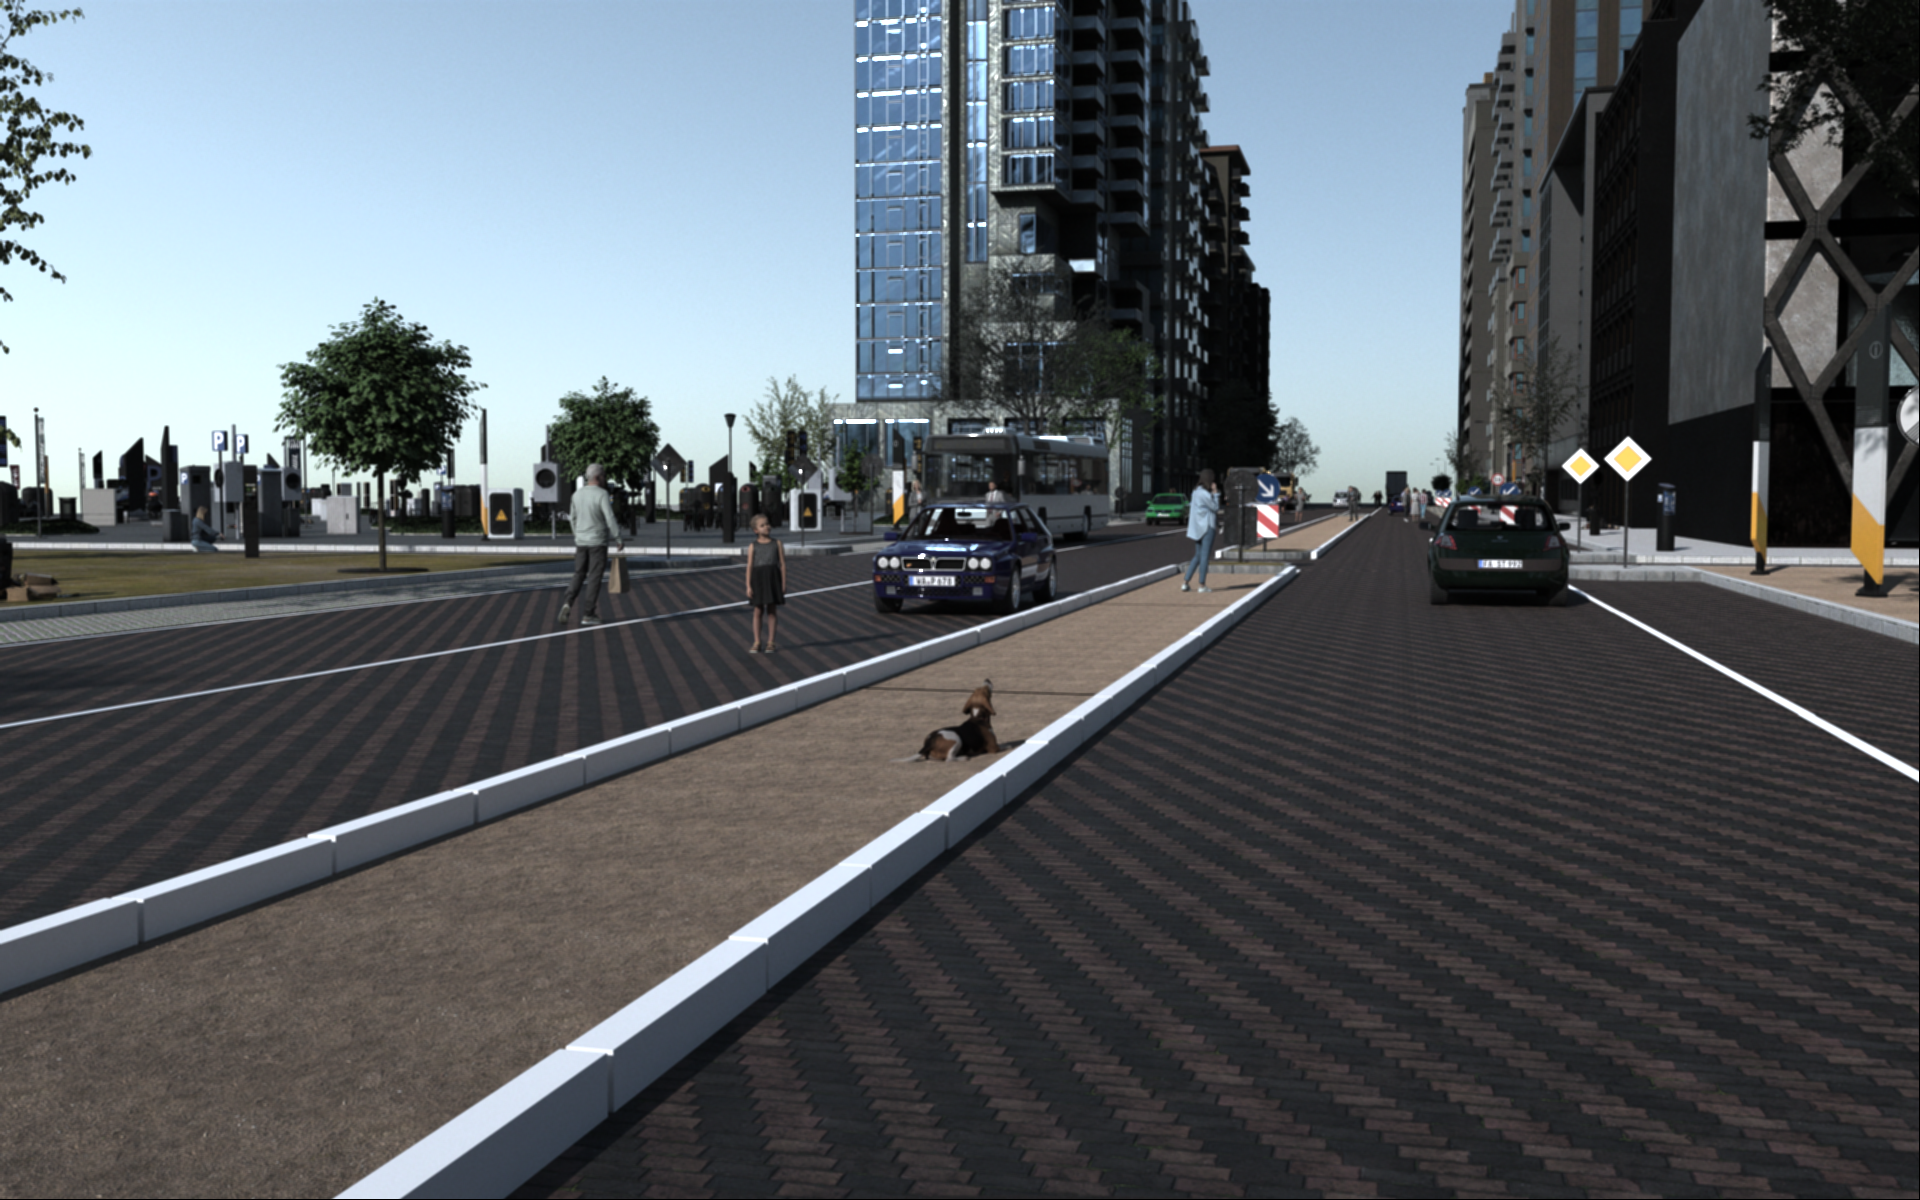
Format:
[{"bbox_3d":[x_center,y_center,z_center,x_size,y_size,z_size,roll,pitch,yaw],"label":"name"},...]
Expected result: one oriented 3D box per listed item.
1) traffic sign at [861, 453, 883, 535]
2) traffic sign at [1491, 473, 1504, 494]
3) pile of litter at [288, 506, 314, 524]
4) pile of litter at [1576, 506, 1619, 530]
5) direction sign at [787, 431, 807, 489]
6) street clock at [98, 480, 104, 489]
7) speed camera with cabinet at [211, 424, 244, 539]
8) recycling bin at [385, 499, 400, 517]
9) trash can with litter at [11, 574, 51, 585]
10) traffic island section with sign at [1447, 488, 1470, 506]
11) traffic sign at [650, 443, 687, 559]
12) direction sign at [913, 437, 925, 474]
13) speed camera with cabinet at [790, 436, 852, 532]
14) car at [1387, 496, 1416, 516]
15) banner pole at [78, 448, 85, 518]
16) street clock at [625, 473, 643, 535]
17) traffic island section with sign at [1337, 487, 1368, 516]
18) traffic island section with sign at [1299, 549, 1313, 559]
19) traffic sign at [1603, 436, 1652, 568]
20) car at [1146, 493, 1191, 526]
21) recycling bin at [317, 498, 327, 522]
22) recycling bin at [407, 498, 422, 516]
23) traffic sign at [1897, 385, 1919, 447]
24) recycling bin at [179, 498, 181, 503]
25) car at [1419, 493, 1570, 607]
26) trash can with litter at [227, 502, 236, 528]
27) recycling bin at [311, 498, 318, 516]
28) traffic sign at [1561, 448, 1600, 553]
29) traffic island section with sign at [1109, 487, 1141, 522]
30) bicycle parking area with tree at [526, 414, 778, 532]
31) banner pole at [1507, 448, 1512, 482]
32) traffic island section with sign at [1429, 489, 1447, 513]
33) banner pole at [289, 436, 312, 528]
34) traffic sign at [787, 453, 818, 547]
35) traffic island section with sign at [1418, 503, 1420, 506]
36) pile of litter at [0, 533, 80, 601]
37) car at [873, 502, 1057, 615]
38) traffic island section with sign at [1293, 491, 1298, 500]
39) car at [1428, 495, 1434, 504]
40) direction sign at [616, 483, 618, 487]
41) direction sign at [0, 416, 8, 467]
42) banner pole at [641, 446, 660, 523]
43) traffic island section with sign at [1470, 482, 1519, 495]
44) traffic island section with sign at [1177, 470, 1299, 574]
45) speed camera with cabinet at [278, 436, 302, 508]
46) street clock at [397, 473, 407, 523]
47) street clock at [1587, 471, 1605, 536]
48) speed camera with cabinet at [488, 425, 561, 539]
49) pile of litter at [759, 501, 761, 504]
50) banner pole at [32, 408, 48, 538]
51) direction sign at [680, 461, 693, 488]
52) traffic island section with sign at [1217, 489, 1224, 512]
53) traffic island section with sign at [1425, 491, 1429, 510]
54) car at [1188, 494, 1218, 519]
[{"bbox_3d":[-2.756,-3.299,54.040,0.768,2.556,0.104,1,4,21],"label":"traffic sign"},{"bbox_3d":[32.771,-6.452,105.598,0.768,2.556,0.104,1,4,16],"label":"traffic sign"},{"bbox_3d":[-28.908,-3.777,75.723,1.176,0.858,1.719,-2,4,-32],"label":"pile of litter"},{"bbox_3d":[23.345,-3.018,63.307,1.176,0.858,1.719,-1,4,-13],"label":"pile of litter"},{"bbox_3d":[-5.846,-4.292,62.175,0.876,3.537,0.379,-3,5,-42],"label":"direction sign"},{"bbox_3d":[-45.084,-5.285,90.982,0.358,2.002,0.471,-1,4,-20],"label":"street clock"},{"bbox_3d":[-21.263,-3.379,49.575,2.038,3.252,0.660,3,5,41],"label":"speed camera with cabinet"},{"bbox_3d":[-31.617,-5.135,96.516,0.722,1.027,0.722,-2,4,-26],"label":"recycling bin"},{"bbox_3d":[-14.022,-0.813,24.354,2.233,1.210,1.678,-1,4,-11],"label":"trash can with litter"},{"bbox_3d":[25.441,-4.741,86.147,1.989,1.847,2.006,1,4,14],"label":"traffic island section with sign"},{"bbox_3d":[-5.781,-1.876,34.308,0.795,2.450,0.064,1,4,14],"label":"traffic sign"},{"bbox_3d":[-1.405,-4.666,68.290,0.876,3.537,0.379,1,4,8],"label":"direction sign"},{"bbox_3d":[-4.720,-3.943,58.808,2.038,3.252,0.660,-1,4,-22],"label":"speed camera with cabinet"},{"bbox_3d":[29.656,-6.336,116.179,1.945,1.354,3.894,1,4,12],"label":"car"},{"bbox_3d":[-47.672,-6.365,94.077,0.863,3.779,0.401,3,5,44],"label":"banner pole"},{"bbox_3d":[-10.189,-3.023,53.992,0.471,2.002,0.358,-1,4,-8],"label":"street clock"},{"bbox_3d":[25.378,-6.346,111.892,2.006,1.907,1.989,1,4,14],"label":"traffic island section with sign"},{"bbox_3d":[6.934,-1.890,39.044,2.006,1.907,1.989,1,4,14],"label":"traffic island section with sign"},{"bbox_3d":[11.514,-1.607,29.922,0.795,2.450,0.064,1,4,14],"label":"traffic sign"},{"bbox_3d":[9.714,-4.372,80.283,1.959,1.807,4.718,1,4,14],"label":"car"},{"bbox_3d":[-29.523,-4.197,81.178,0.722,1.027,0.722,0,4,-7],"label":"recycling bin"},{"bbox_3d":[-32.037,-5.464,101.882,0.722,1.027,0.722,3,4,36],"label":"recycling bin"},{"bbox_3d":[11.000,-1.193,19.609,0.768,2.556,0.104,1,4,18],"label":"traffic sign"},{"bbox_3d":[-51.336,-6.243,114.628,0.722,1.027,0.722,2,4,29],"label":"recycling bin"},{"bbox_3d":[7.269,-0.841,23.534,2.009,1.686,4.222,1,4,15],"label":"car"},{"bbox_3d":[-27.363,-3.365,66.073,1.678,1.210,2.233,-1,4,-14],"label":"trash can with litter"},{"bbox_3d":[-37.081,-5.374,100.413,0.722,1.027,0.722,1,4,16],"label":"recycling bin"},{"bbox_3d":[13.475,-2.081,37.664,0.795,2.450,0.064,1,4,14],"label":"traffic sign"},{"bbox_3d":[8.381,-5.001,90.387,1.989,1.847,2.006,1,4,14],"label":"traffic island section with sign"},{"bbox_3d":[-10.842,-4.595,62.126,8.231,4.147,9.016,1,4,19],"label":"bicycle parking area with tree"},{"bbox_3d":[29.875,-6.378,94.291,0.401,3.779,0.863,2,4,33],"label":"banner pole"},{"bbox_3d":[37.564,-7.669,134.018,1.989,1.847,2.006,1,4,14],"label":"traffic island section with sign"},{"bbox_3d":[-25.124,-4.639,65.870,0.863,3.779,0.401,0,4,5],"label":"banner pole"},{"bbox_3d":[-3.820,-2.349,42.049,0.795,2.450,0.064,1,4,14],"label":"traffic sign"},{"bbox_3d":[57.733,-12.540,213.660,1.989,1.847,2.006,1,4,14],"label":"traffic island section with sign"},{"bbox_3d":[-11.535,-0.434,21.057,1.176,0.858,1.719,3,4,37],"label":"pile of litter"},{"bbox_3d":[0.116,-0.570,21.901,1.945,1.354,3.894,1,4,13],"label":"car"},{"bbox_3d":[47.508,-14.446,244.817,1.989,1.847,2.006,1,4,14],"label":"traffic island section with sign"},{"bbox_3d":[62.698,-13.635,232.518,1.945,1.707,3.694,1,4,13],"label":"car"},{"bbox_3d":[-17.966,-6.036,90.690,0.876,3.537,0.379,3,4,36],"label":"direction sign"},{"bbox_3d":[-28.018,-3.551,50.059,0.876,3.537,0.379,-2,4,-30],"label":"direction sign"},{"bbox_3d":[-13.967,-5.375,77.893,0.863,3.779,0.401,-1,4,-14],"label":"banner pole"},{"bbox_3d":[18.683,-3.110,59.473,1.989,1.847,2.006,1,4,14],"label":"traffic island section with sign"},{"bbox_3d":[5.106,-1.451,31.865,2.006,1.907,1.989,1,4,14],"label":"traffic island section with sign"},{"bbox_3d":[-23.378,-3.934,58.649,0.660,3.252,2.038,3,5,41],"label":"speed camera with cabinet"},{"bbox_3d":[-19.533,-3.432,60.688,0.358,2.002,0.471,-2,4,-34],"label":"street clock"},{"bbox_3d":[20.109,-3.069,54.745,0.471,2.002,0.358,-1,4,-20],"label":"street clock"},{"bbox_3d":[-12.467,-3.367,49.386,2.038,3.252,0.660,0,4,-3],"label":"speed camera with cabinet"},{"bbox_3d":[-13.088,-6.169,114.820,1.719,0.858,1.176,-3,5,-39],"label":"pile of litter"},{"bbox_3d":[-26.547,-3.670,50.018,0.863,3.779,0.401,3,5,45],"label":"banner pole"},{"bbox_3d":[-18.443,-7.645,116.992,0.876,3.537,0.379,-1,4,-18],"label":"direction sign"},{"bbox_3d":[20.619,-7.953,138.660,1.989,1.847,2.006,1,4,14],"label":"traffic island section with sign"},{"bbox_3d":[44.390,-9.316,160.949,1.989,1.847,2.006,1,4,14],"label":"traffic island section with sign"},{"bbox_3d":[13.861,-5.506,99.618,1.945,1.707,3.694,1,4,13],"label":"car"}]
